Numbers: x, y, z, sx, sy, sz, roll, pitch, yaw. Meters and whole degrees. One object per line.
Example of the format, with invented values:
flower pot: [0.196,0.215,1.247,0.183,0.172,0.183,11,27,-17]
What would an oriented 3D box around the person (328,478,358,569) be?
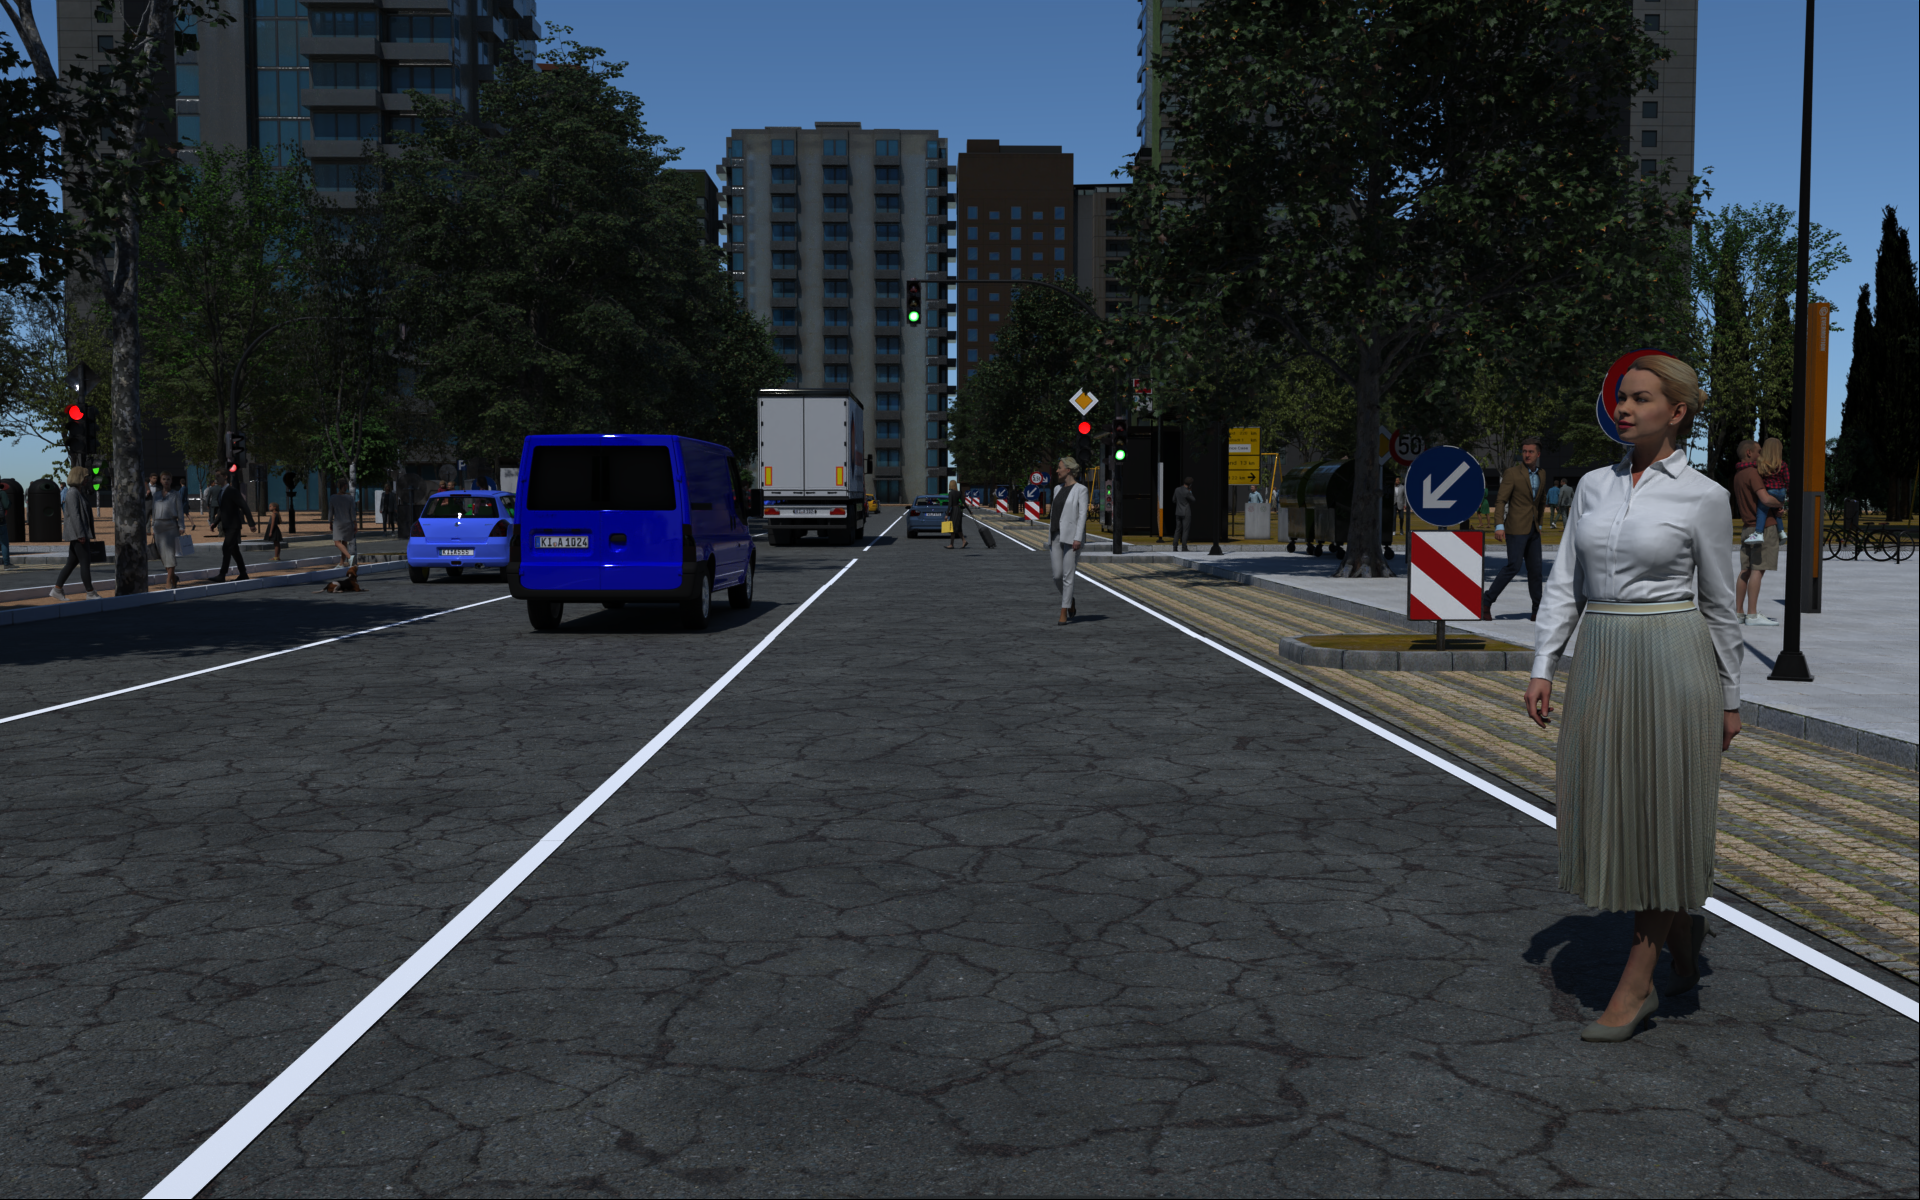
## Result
person: [-11.547,-1.423,32.510,0.760,1.731,0.466,3,4,36]

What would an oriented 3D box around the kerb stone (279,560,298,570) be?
kerb stone: [-12.857,-0.648,32.890,0.120,0.150,1.000,0,4,-1]

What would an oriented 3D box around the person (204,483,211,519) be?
person: [-38.395,-5.053,88.756,0.679,1.850,0.850,-1,4,-12]

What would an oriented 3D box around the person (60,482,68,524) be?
person: [-37.834,-4.096,73.276,0.793,1.790,0.793,1,4,12]

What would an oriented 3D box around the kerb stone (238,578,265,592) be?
kerb stone: [-10.613,-0.215,25.725,0.120,0.150,1.000,0,4,-1]

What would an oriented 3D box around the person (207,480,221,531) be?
person: [-25.698,-3.284,59.907,0.661,1.801,0.590,-1,4,-22]

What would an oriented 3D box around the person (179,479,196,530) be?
person: [-27.231,-3.352,60.864,0.654,1.822,0.581,1,4,13]

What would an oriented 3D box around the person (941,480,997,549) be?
person: [0.223,-2.242,45.377,1.509,1.804,0.699,-1,4,-16]

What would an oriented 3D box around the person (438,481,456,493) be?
person: [-15.000,-2.579,50.646,0.580,1.828,0.573,-1,4,-19]

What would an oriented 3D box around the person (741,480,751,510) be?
person: [-6.520,-2.719,52.768,0.447,1.846,0.655,0,4,-2]

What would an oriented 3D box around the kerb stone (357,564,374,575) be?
kerb stone: [-10.710,-0.529,30.841,0.120,0.150,1.000,0,4,-1]

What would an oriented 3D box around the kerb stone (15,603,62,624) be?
kerb stone: [-10.487,0.161,19.560,0.120,0.150,1.000,0,4,-1]

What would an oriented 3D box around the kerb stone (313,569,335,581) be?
kerb stone: [-10.667,-0.403,28.795,0.120,0.150,1.000,0,4,-1]

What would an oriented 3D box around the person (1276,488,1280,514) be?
person: [20.630,-6.445,111.681,0.793,1.790,0.793,2,4,28]

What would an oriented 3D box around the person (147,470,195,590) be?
person: [-11.737,-1.034,25.766,0.694,1.780,0.624,1,4,17]

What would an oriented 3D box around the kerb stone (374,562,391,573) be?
kerb stone: [-10.732,-0.592,31.874,0.120,0.150,1.000,0,4,-1]

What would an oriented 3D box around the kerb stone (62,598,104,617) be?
kerb stone: [-10.505,0.099,20.583,0.120,0.150,1.000,0,4,-1]

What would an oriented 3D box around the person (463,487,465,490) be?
person: [-34.146,-6.913,119.413,0.721,1.781,0.623,3,5,41]

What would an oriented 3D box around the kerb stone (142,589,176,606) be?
kerb stone: [-10.553,-0.027,22.636,0.120,0.150,1.000,0,4,-1]

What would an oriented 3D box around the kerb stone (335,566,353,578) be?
kerb stone: [-10.697,-0.466,29.817,0.120,0.150,1.000,0,4,-1]

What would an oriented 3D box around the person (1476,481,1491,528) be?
person: [19.772,-3.613,65.363,0.529,1.795,0.600,2,4,23]

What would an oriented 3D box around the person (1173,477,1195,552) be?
person: [5.477,-2.078,42.281,0.447,1.846,0.655,-3,5,-39]

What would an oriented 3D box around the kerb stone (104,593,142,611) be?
kerb stone: [-10.524,0.038,21.614,0.120,0.150,1.000,0,4,-1]

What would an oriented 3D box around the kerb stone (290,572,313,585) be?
kerb stone: [-10.647,-0.339,27.769,0.120,0.150,1.000,0,4,-1]

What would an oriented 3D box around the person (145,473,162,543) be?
person: [-21.140,-2.402,45.284,0.822,1.834,0.622,3,4,39]

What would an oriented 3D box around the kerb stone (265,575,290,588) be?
kerb stone: [-10.632,-0.278,26.748,0.120,0.150,1.000,0,4,-1]

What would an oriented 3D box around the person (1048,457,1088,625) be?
person: [1.213,-0.662,19.208,0.514,1.842,0.818,2,4,24]

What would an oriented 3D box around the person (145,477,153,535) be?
person: [-25.193,-2.908,53.763,0.466,1.800,0.511,1,4,13]

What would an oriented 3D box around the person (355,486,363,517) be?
person: [-34.261,-5.652,98.478,0.660,1.820,0.620,2,4,27]

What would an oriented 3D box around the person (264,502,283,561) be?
person: [-14.764,-1.472,37.230,0.373,1.253,0.362,0,4,-7]

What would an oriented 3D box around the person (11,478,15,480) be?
person: [-33.161,-3.337,60.470,0.748,1.841,0.638,0,4,-4]

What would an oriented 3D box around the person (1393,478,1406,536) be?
person: [13.563,-2.928,53.763,0.661,1.843,0.795,1,4,17]

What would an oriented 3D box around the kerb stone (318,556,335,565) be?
kerb stone: [-12.896,-0.780,34.949,0.120,0.150,1.000,0,4,-1]

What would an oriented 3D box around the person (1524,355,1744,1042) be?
person: [1.872,0.247,4.690,0.641,1.798,0.478,-2,4,-32]

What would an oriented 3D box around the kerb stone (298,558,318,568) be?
kerb stone: [-12.869,-0.718,33.927,0.120,0.150,1.000,0,4,-1]

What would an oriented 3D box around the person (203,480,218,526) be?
person: [-29.786,-3.853,68.882,0.795,1.843,0.661,2,4,31]

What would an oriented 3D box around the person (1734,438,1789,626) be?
person: [7.829,-0.670,16.965,0.573,1.828,0.580,-3,5,-45]

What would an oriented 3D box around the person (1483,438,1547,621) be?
person: [5.616,-0.700,17.403,0.836,1.842,0.656,2,4,31]

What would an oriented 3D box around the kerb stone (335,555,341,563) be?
kerb stone: [-12.915,-0.842,35.978,0.120,0.150,1.000,0,4,-1]

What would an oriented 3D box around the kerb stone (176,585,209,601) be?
kerb stone: [-10.566,-0.090,23.669,0.120,0.150,1.000,0,4,-1]

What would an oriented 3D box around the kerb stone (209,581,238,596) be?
kerb stone: [-10.591,-0.152,24.700,0.120,0.150,1.000,0,4,-1]

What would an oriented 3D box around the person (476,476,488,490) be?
person: [-10.245,-1.741,36.973,0.388,1.821,0.555,-2,4,-31]

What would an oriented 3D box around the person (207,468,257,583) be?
person: [-11.827,-1.201,27.918,0.659,1.850,0.755,3,5,42]

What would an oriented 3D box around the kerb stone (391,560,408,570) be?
kerb stone: [-10.752,-0.654,32.895,0.120,0.150,1.000,0,4,-1]

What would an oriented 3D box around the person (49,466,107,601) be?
person: [-11.750,-0.881,23.080,0.728,1.800,0.709,-1,4,-15]

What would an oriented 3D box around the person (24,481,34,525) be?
person: [-38.385,-4.007,71.663,0.635,1.810,0.391,-2,4,-32]

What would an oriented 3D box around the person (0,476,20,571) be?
person: [-17.732,-1.424,31.774,0.794,1.824,0.713,2,4,24]

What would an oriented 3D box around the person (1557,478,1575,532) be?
person: [20.535,-3.217,58.743,0.635,1.810,0.391,-3,4,-36]

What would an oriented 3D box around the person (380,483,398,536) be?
person: [-19.205,-3.043,58.435,0.709,1.800,0.728,0,4,2]
